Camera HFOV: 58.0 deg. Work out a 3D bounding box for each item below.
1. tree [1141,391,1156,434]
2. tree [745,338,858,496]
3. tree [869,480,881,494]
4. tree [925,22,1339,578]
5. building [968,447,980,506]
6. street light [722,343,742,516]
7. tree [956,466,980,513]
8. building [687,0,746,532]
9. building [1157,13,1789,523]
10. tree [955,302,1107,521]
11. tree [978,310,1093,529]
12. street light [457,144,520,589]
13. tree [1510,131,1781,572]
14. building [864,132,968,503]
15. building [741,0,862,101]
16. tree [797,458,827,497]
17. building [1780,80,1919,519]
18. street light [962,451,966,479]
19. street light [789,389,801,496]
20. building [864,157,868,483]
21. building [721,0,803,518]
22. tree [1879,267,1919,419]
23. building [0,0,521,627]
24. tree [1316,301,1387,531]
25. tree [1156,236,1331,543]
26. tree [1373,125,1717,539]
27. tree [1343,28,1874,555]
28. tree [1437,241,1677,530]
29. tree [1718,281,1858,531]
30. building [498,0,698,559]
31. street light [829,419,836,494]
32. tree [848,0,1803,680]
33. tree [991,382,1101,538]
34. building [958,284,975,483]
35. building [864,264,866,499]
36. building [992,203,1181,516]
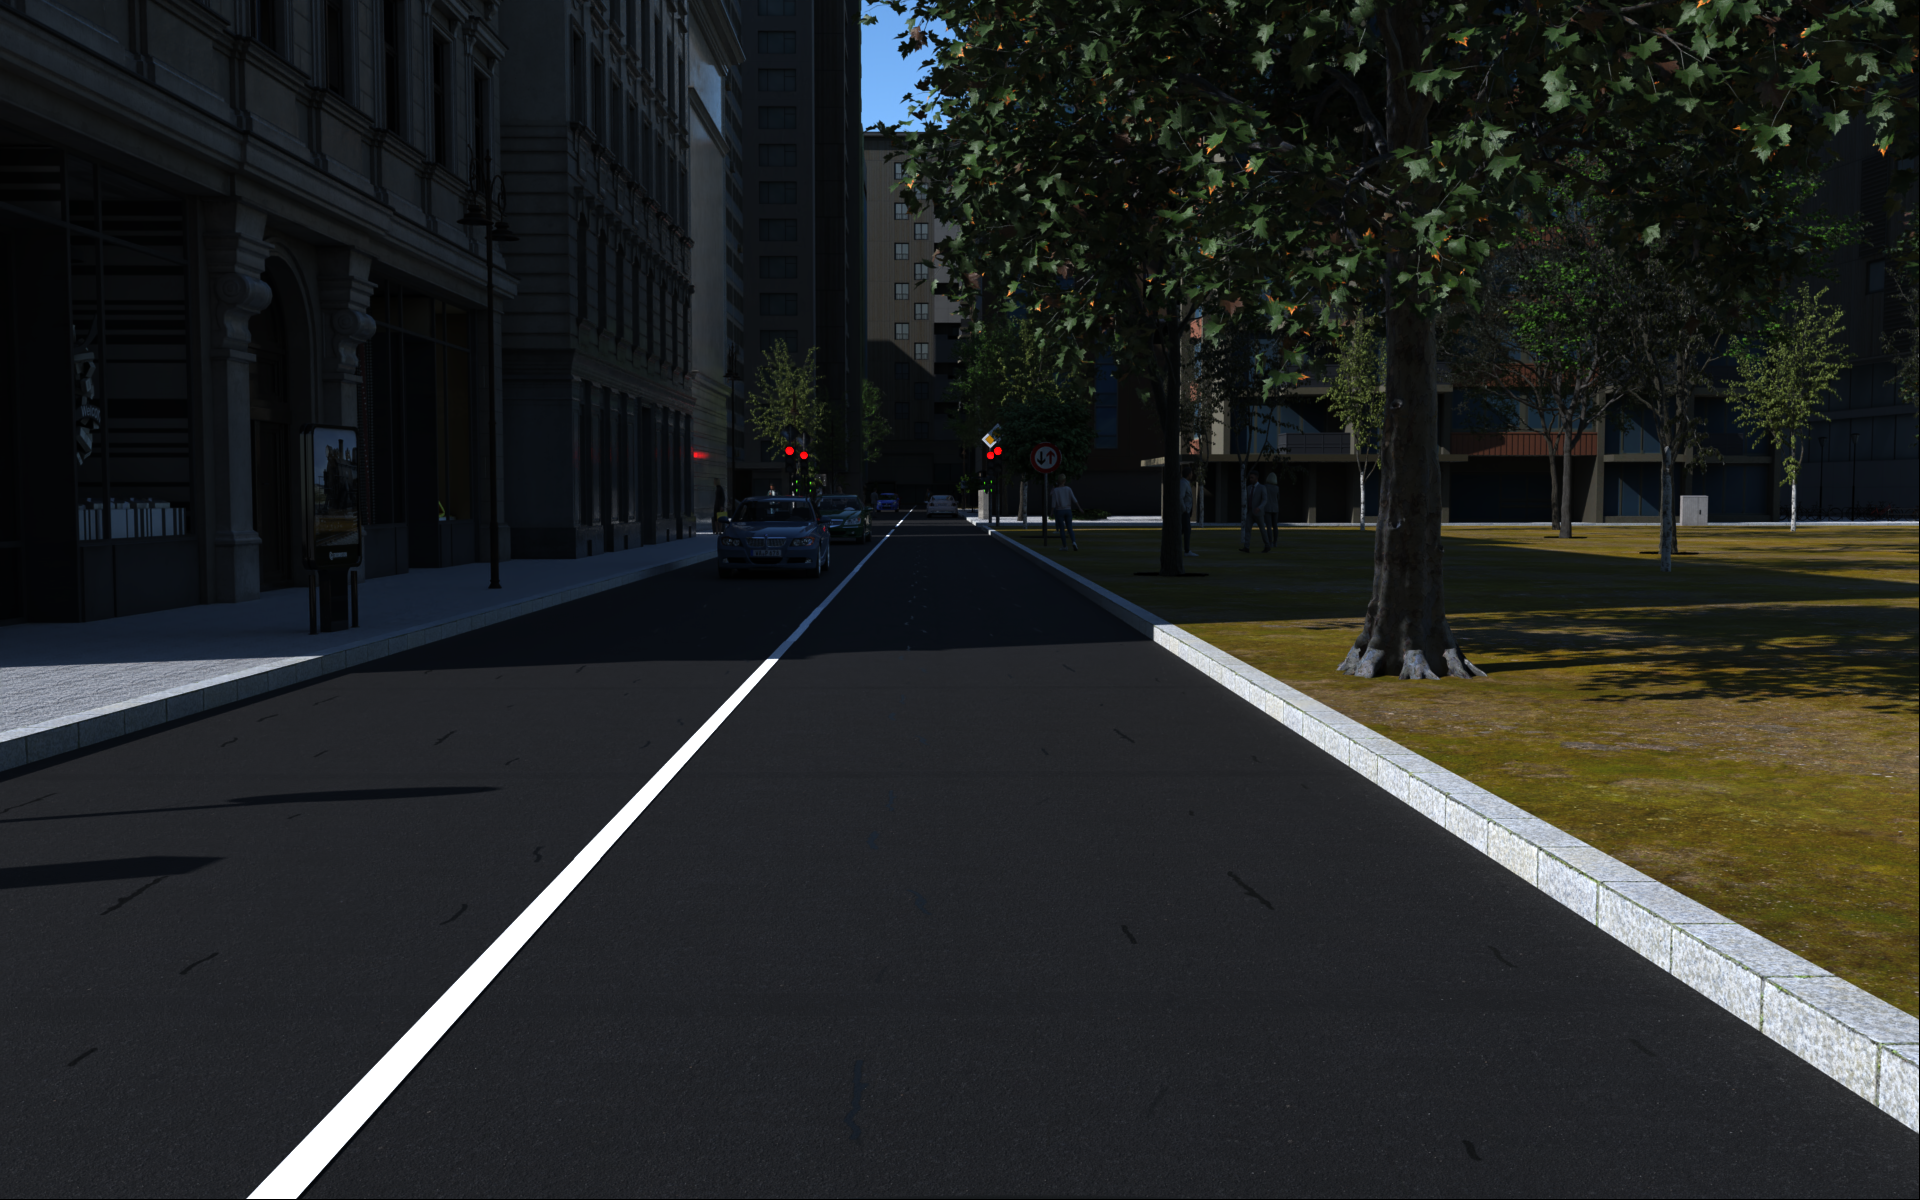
[{"bbox_3d":[8.974,-7.057,65.747,4.360,8.622,3.978,0,3,0],"label":"tree"},{"bbox_3d":[-7.864,-7.994,81.067,4.737,8.622,4.395,0,3,0],"label":"tree"},{"bbox_3d":[-10.773,-14.047,224.271,1.663,3.219,1.824,0,3,0],"label":"tree"},{"bbox_3d":[3.146,-6.179,26.779,9.928,11.665,9.643,0,3,0],"label":"tree"},{"bbox_3d":[12.343,-53.108,180.981,22.319,86.520,31.000,0,4,-1],"label":"building"},{"bbox_3d":[-6.942,-4.908,53.032,0.468,5.910,1.993,0,4,-1],"label":"street light"},{"bbox_3d":[1.072,-7.599,118.847,1.663,3.219,1.824,0,3,0],"label":"tree"},{"bbox_3d":[-18.759,-13.784,61.526,21.152,22.565,11.583,0,4,-1],"label":"building"},{"bbox_3d":[23.818,-26.300,84.632,28.867,44.769,22.147,0,4,-1],"label":"building"},{"bbox_3d":[3.181,-9.028,82.013,7.601,10.594,8.767,1,4,22],"label":"tree"},{"bbox_3d":[2.512,-6.890,63.022,4.737,8.622,4.395,0,3,0],"label":"tree"},{"bbox_3d":[-6.322,-3.094,23.369,0.468,5.910,1.993,0,4,-1],"label":"street light"},{"bbox_3d":[11.462,-4.768,28.314,4.360,8.622,3.978,0,3,0],"label":"tree"},{"bbox_3d":[-8.184,-40.399,249.769,27.495,52.752,28.713,0,4,-1],"label":"building"},{"bbox_3d":[-14.345,-27.002,125.083,14.154,41.232,14.086,0,4,-1],"label":"building"},{"bbox_3d":[-7.780,-5.981,92.384,1.663,3.219,1.824,0,3,0],"label":"tree"},{"bbox_3d":[61.983,-30.845,93.550,27.495,52.752,28.713,0,4,-1],"label":"building"},{"bbox_3d":[0.362,-10.911,151.180,0.468,5.910,1.993,0,4,-1],"label":"street light"},{"bbox_3d":[-7.295,-6.350,76.617,0.468,5.910,1.993,0,4,-1],"label":"street light"},{"bbox_3d":[-19.071,-34.819,219.394,14.200,45.320,14.600,0,4,-1],"label":"building"},{"bbox_3d":[-25.180,-24.804,97.423,32.217,40.220,23.993,0,4,-1],"label":"building"},{"bbox_3d":[29.211,-6.165,51.165,4.360,8.622,3.978,0,3,0],"label":"tree"},{"bbox_3d":[-12.679,-9.900,12.773,10.553,20.767,40.483,0,4,-1],"label":"building"},{"bbox_3d":[14.171,-6.730,60.406,4.737,8.622,4.395,0,3,0],"label":"tree"},{"bbox_3d":[7.486,-5.791,45.049,4.360,8.622,3.978,0,3,0],"label":"tree"},{"bbox_3d":[17.710,-8.543,50.044,12.009,13.543,11.850,0,3,0],"label":"tree"},{"bbox_3d":[15.149,-6.787,36.727,9.928,11.665,9.643,0,3,0],"label":"tree"},{"bbox_3d":[21.330,-7.798,61.911,8.767,10.594,7.601,0,4,0],"label":"tree"},{"bbox_3d":[28.430,-6.667,59.363,4.737,8.622,4.395,0,3,0],"label":"tree"},{"bbox_3d":[-12.419,-11.814,42.305,9.793,20.994,18.267,0,4,-1],"label":"building"},{"bbox_3d":[-7.853,-8.190,106.688,0.468,5.910,1.993,0,4,-1],"label":"street light"},{"bbox_3d":[3.186,-5.823,12.214,9.611,12.733,9.660,0,3,0],"label":"tree"},{"bbox_3d":[2.556,-4.124,51.137,4.285,4.588,4.351,0,3,0],"label":"tree"},{"bbox_3d":[10.902,-34.097,212.111,22.147,44.769,28.867,0,4,-1],"label":"building"},{"bbox_3d":[-18.209,-26.207,200.180,14.160,30.474,14.107,0,4,-1],"label":"building"},{"bbox_3d":[8.072,-28.051,108.752,14.600,45.320,14.200,0,4,-1],"label":"building"}]
